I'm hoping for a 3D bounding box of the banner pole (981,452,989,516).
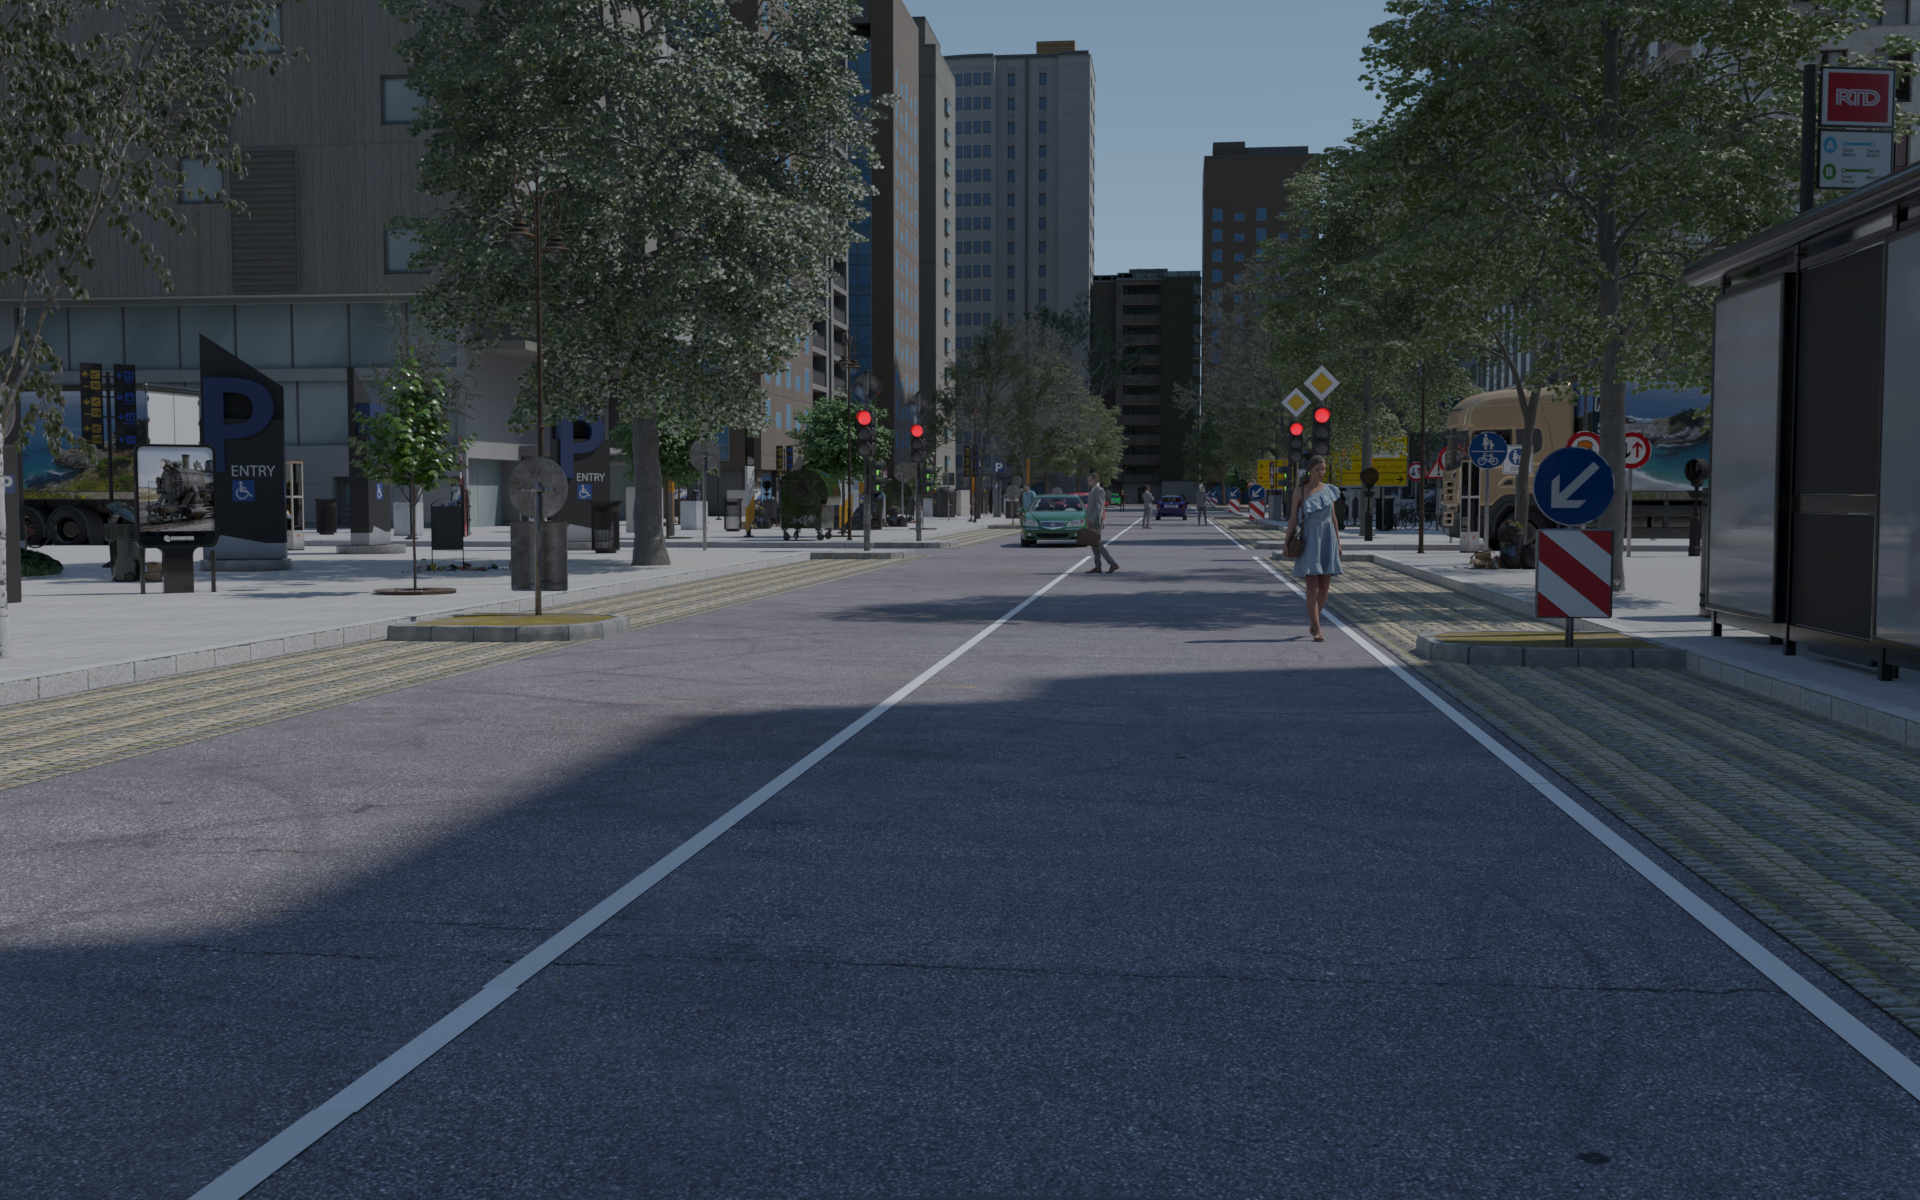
[{"bbox_3d":[1.607,-6.940,103.480,0.401,3.779,0.863,0,4,1],"label":"banner pole"}]

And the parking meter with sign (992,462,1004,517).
[{"bbox_3d":[2.059,-6.085,95.744,0.543,3.016,1.738,0,4,-4],"label":"parking meter with sign"}]

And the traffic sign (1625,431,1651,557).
[{"bbox_3d":[13.615,-2.146,35.197,0.768,2.556,0.104,1,4,10],"label":"traffic sign"}]

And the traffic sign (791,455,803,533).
[{"bbox_3d":[-5.260,-3.476,56.829,0.884,2.594,0.081,1,4,15],"label":"traffic sign"}]

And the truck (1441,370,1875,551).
[{"bbox_3d":[16.493,-3.155,40.502,11.283,4.237,2.839,0,4,6],"label":"truck"}]

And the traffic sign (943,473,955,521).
[{"bbox_3d":[-0.540,-4.901,82.254,0.606,2.300,0.079,1,4,17],"label":"traffic sign"}]

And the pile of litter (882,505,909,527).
[{"bbox_3d":[-2.767,-3.269,67.412,1.719,0.858,1.176,-1,4,-19],"label":"pile of litter"}]

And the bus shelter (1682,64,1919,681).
[{"bbox_3d":[7.404,-2.223,13.981,2.179,5.291,8.768,0,4,7],"label":"bus shelter"}]

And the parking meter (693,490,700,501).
[{"bbox_3d":[-14.750,-5.424,97.096,0.372,1.533,0.369,0,3,0],"label":"parking meter"}]

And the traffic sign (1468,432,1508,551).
[{"bbox_3d":[10.772,-2.158,35.396,0.768,2.556,0.104,1,4,13],"label":"traffic sign"}]

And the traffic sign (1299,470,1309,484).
[{"bbox_3d":[14.581,-4.337,73.047,0.606,2.300,0.079,1,4,12],"label":"traffic sign"}]

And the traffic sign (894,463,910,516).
[{"bbox_3d":[-2.329,-4.293,70.302,0.768,2.556,0.104,1,4,16],"label":"traffic sign"}]

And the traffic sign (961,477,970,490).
[{"bbox_3d":[0.368,-6.194,103.403,0.606,2.300,0.079,1,4,10],"label":"traffic sign"}]

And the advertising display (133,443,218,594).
[{"bbox_3d":[-10.122,-1.050,22.374,0.974,1.923,0.123,-2,4,-35],"label":"advertising display"}]

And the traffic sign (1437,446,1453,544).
[{"bbox_3d":[12.746,-2.739,44.888,0.768,2.556,0.104,1,4,10],"label":"traffic sign"}]

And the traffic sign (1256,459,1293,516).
[{"bbox_3d":[18.236,-6.481,99.834,2.265,3.308,0.079,1,4,15],"label":"traffic sign"}]

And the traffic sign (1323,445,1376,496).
[{"bbox_3d":[15.607,-4.640,69.745,2.265,3.308,0.079,0,4,8],"label":"traffic sign"}]

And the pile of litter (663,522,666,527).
[{"bbox_3d":[-12.245,-3.341,68.583,1.719,0.858,1.176,3,5,40],"label":"pile of litter"}]

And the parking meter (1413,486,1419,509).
[{"bbox_3d":[31.320,-6.928,118.978,0.399,1.863,0.255,2,4,29],"label":"parking meter"}]

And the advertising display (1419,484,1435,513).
[{"bbox_3d":[28.672,-6.186,106.353,0.974,1.923,0.123,1,4,9],"label":"advertising display"}]

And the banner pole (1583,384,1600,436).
[{"bbox_3d":[13.296,-2.830,36.281,0.401,3.779,0.863,-3,5,-43],"label":"banner pole"}]

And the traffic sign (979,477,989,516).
[{"bbox_3d":[1.403,-6.073,101.424,0.606,2.300,0.079,1,4,9],"label":"traffic sign"}]

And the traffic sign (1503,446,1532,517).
[{"bbox_3d":[11.614,-2.080,36.143,0.606,2.300,0.079,1,4,12],"label":"traffic sign"}]

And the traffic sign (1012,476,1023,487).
[{"bbox_3d":[4.015,-7.451,121.934,0.768,2.556,0.104,1,4,9],"label":"traffic sign"}]

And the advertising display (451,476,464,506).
[{"bbox_3d":[-18.046,-3.486,62.210,0.123,1.923,0.974,-3,4,-37],"label":"advertising display"}]

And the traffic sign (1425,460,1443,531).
[{"bbox_3d":[16.456,-3.645,59.596,0.884,2.594,0.081,1,4,11],"label":"traffic sign"}]

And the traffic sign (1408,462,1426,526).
[{"bbox_3d":[18.112,-4.202,68.812,0.768,2.556,0.104,1,4,10],"label":"traffic sign"}]

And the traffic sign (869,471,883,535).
[{"bbox_3d":[-2.831,-3.318,54.247,0.884,2.594,0.081,1,4,14],"label":"traffic sign"}]

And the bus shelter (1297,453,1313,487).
[{"bbox_3d":[18.995,-7.043,92.784,2.179,5.291,8.768,0,4,7],"label":"bus shelter"}]

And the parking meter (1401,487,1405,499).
[{"bbox_3d":[27.008,-6.131,105.949,0.399,1.863,0.255,2,4,32],"label":"parking meter"}]

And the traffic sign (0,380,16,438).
[{"bbox_3d":[-10.381,-1.120,18.422,0.768,2.556,0.104,1,4,12],"label":"traffic sign"}]

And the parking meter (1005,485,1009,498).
[{"bbox_3d":[3.027,-6.259,108.050,0.399,1.863,0.255,3,4,36],"label":"parking meter"}]

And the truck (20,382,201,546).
[{"bbox_3d":[-25.738,-3.453,45.371,11.283,4.237,2.839,0,4,8],"label":"truck"}]

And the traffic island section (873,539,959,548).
[{"bbox_3d":[-1.140,-1.517,47.086,2.009,0.180,2.903,0,4,7],"label":"traffic island section"}]

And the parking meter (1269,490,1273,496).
[{"bbox_3d":[19.097,-6.155,106.343,0.255,1.863,0.399,1,4,9],"label":"parking meter"}]

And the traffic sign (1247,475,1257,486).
[{"bbox_3d":[19.778,-7.149,116.890,0.884,2.594,0.081,1,4,9],"label":"traffic sign"}]

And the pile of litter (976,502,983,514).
[{"bbox_3d":[0.892,-6.049,112.871,1.176,0.858,1.719,0,4,-7],"label":"pile of litter"}]

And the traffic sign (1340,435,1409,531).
[{"bbox_3d":[14.222,-4.014,59.498,2.265,3.308,0.079,1,4,15],"label":"traffic sign"}]

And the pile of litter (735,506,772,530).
[{"bbox_3d":[-7.594,-3.024,63.415,1.176,0.858,1.719,3,5,44],"label":"pile of litter"}]

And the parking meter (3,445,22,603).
[{"bbox_3d":[-11.276,-0.893,20.313,0.255,1.863,0.399,1,4,20],"label":"parking meter"}]

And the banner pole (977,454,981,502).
[{"bbox_3d":[1.218,-7.185,107.491,0.401,3.779,0.863,2,4,31],"label":"banner pole"}]

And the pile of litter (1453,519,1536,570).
[{"bbox_3d":[9.314,-0.969,29.815,1.719,0.858,1.176,0,4,4],"label":"pile of litter"}]

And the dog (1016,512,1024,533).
[{"bbox_3d":[2.489,-2.880,63.922,0.513,0.831,0.800,-3,4,-36],"label":"dog"}]

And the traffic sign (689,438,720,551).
[{"bbox_3d":[-5.802,-2.396,39.285,0.768,2.556,0.104,1,4,16],"label":"traffic sign"}]

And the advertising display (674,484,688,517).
[{"bbox_3d":[-15.685,-5.613,96.987,0.974,1.923,0.123,-3,5,-40],"label":"advertising display"}]

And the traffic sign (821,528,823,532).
[{"bbox_3d":[-4.593,-3.514,57.461,0.884,2.594,0.081,1,4,14],"label":"traffic sign"}]

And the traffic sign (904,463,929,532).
[{"bbox_3d":[-1.489,-3.615,59.115,0.884,2.594,0.081,1,4,12],"label":"traffic sign"}]

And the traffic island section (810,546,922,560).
[{"bbox_3d":[-2.124,-1.032,39.162,2.009,0.180,2.903,0,4,7],"label":"traffic island section"}]

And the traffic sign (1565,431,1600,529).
[{"bbox_3d":[12.600,-2.133,34.988,0.768,2.556,0.104,1,4,14],"label":"traffic sign"}]

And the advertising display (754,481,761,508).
[{"bbox_3d":[-10.280,-5.018,87.260,0.123,1.923,0.974,1,4,20],"label":"advertising display"}]
